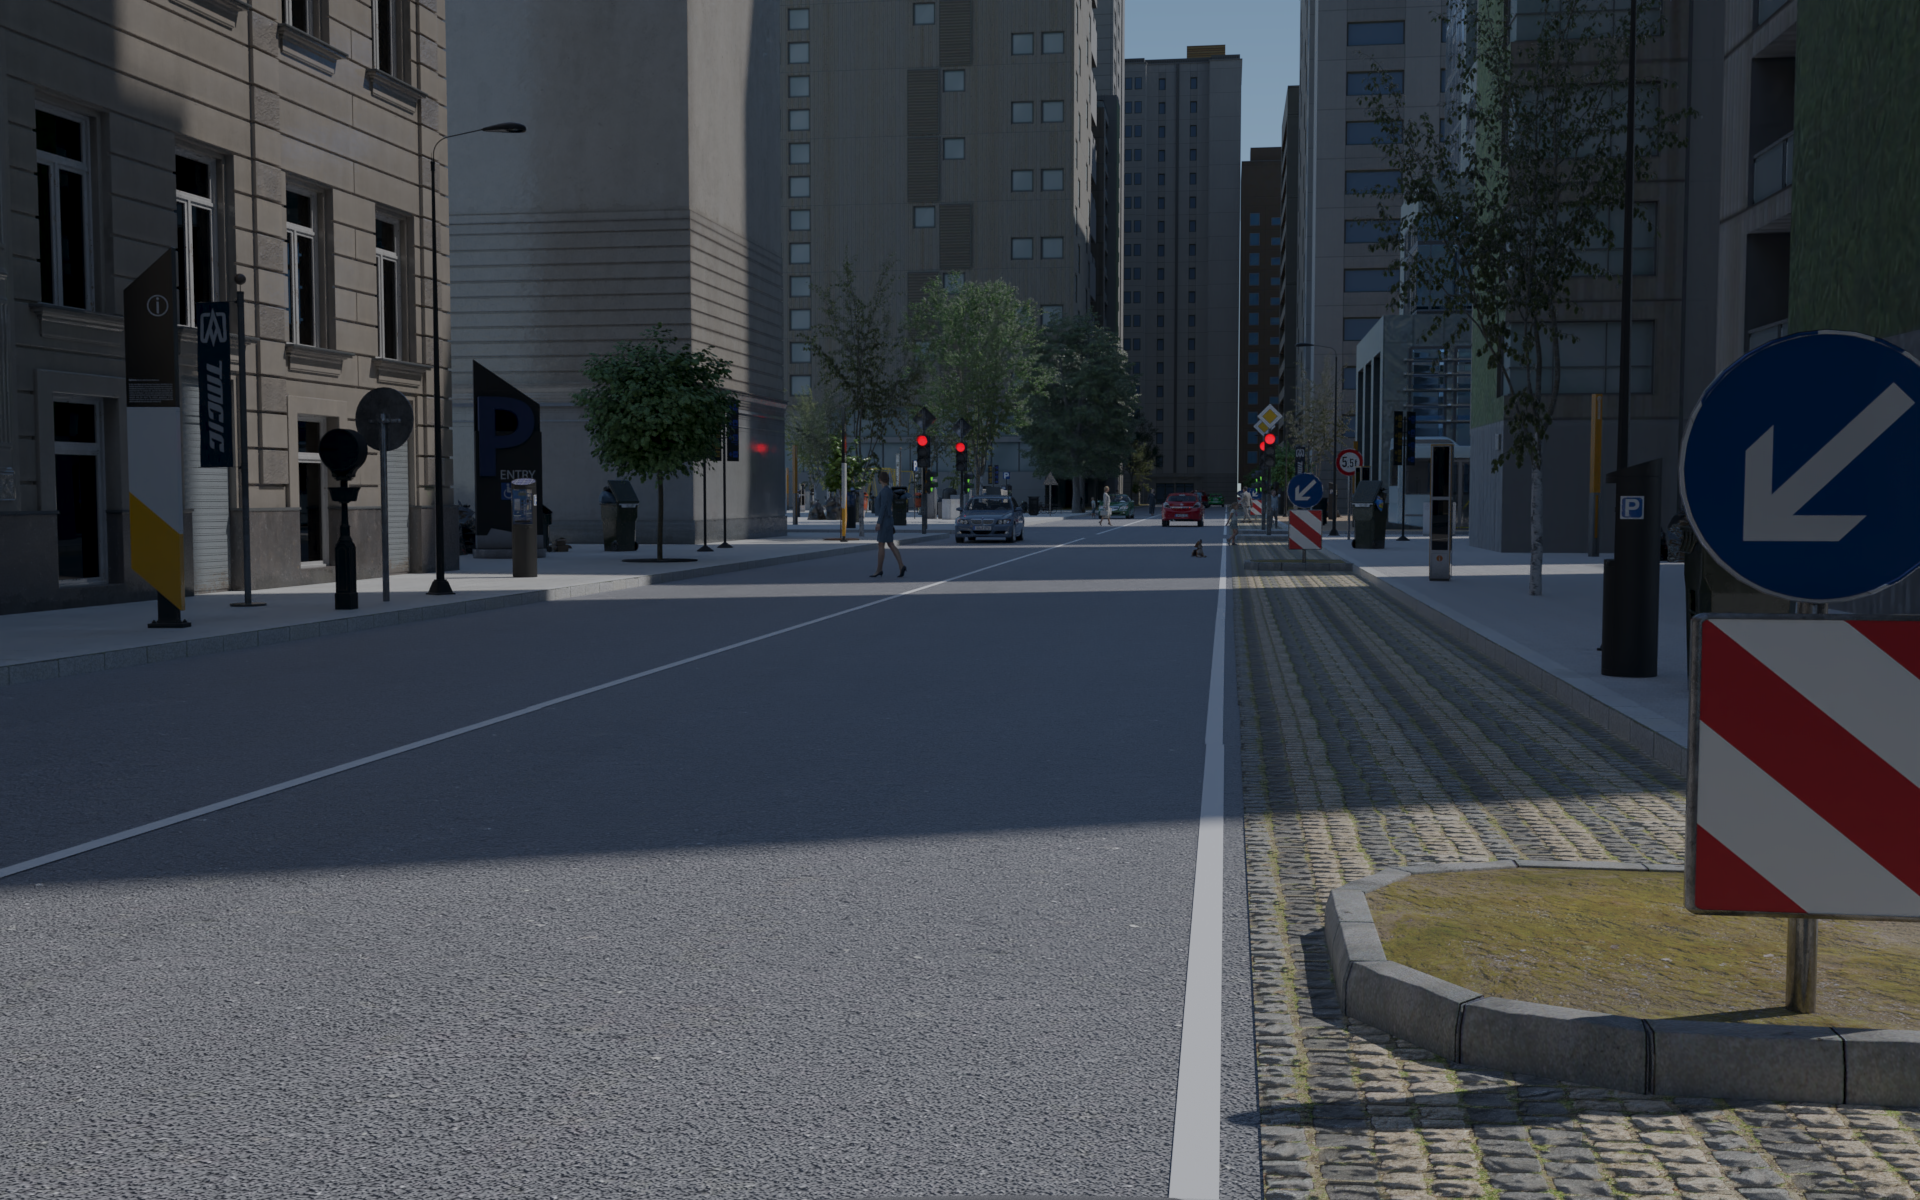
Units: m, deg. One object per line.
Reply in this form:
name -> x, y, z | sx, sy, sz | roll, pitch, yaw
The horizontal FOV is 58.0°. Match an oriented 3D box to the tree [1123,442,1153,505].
tree -> 21.613, -15.797, 208.647 | 4.737, 8.622, 4.395 | 0, 3, 0

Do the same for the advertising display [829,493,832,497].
advertising display -> -9.232, -7.216, 123.190 | 0.123, 1.923, 0.974 | -1, 4, -8

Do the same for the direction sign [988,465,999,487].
direction sign -> 2.594, -8.744, 134.959 | 0.876, 3.537, 0.379 | 2, 4, 23

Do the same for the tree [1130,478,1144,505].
tree -> 20.692, -12.743, 202.943 | 1.663, 3.219, 1.824 | 0, 3, 0

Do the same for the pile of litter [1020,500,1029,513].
pile of litter -> 4.628, -6.354, 117.845 | 1.176, 0.858, 1.719 | 2, 4, 33

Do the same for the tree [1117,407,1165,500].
tree -> 18.595, -15.348, 185.355 | 7.601, 10.594, 8.767 | -2, 4, -25

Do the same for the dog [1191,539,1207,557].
dog -> 5.505, -1.180, 39.479 | 0.550, 0.427, 0.748 | 3, 4, 36

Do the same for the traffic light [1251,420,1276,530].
traffic light -> 10.817, -4.454, 61.745 | 0.839, 4.253, 0.868 | 1, 4, 9

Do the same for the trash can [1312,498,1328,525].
trash can -> 14.724, -3.625, 70.914 | 0.748, 1.137, 0.748 | 0, 3, 0

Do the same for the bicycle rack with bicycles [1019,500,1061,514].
bicycle rack with bicycles -> 5.127, -6.008, 111.610 | 2.925, 0.926, 2.852 | -1, 4, -22

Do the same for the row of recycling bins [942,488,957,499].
row of recycling bins -> -0.754, -6.784, 118.033 | 1.069, 1.692, 3.534 | 0, 4, -3

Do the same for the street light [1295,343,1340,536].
street light -> 10.982, -4.936, 53.240 | 1.470, 5.913, 1.316 | 1, 4, 9

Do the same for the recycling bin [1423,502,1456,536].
recycling bin -> 14.770, -2.496, 53.356 | 0.722, 1.027, 0.722 | -2, 4, -35

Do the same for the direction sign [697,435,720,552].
direction sign -> -5.688, -2.848, 38.570 | 0.379, 3.537, 0.876 | -1, 4, -20

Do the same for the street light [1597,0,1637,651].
street light -> 4.869, -2.543, 14.113 | 1.470, 5.913, 1.316 | 1, 4, 9

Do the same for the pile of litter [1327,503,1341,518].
pile of litter -> 20.083, -4.939, 94.720 | 1.719, 0.858, 1.176 | 0, 4, 8

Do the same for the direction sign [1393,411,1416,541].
direction sign -> 12.164, -3.392, 47.460 | 0.876, 3.537, 0.379 | -3, 4, -36

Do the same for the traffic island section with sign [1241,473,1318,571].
traffic island section with sign -> 6.413, -1.485, 32.910 | 1.989, 1.847, 2.006 | 1, 4, 9

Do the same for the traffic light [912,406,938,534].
traffic light -> -1.137, -4.071, 55.486 | 0.839, 4.253, 0.868 | 1, 4, 9

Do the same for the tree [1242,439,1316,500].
tree -> 19.717, -7.378, 104.344 | 4.285, 4.588, 4.351 | 0, 3, 0

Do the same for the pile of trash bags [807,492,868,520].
pile of trash bags -> -5.866, -4.675, 86.184 | 1.912, 1.369, 3.447 | 3, 5, 41

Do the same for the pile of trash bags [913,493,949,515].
pile of trash bags -> -1.786, -5.922, 106.571 | 1.912, 1.369, 3.447 | 2, 4, 33

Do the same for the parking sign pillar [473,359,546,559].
parking sign pillar -> -9.091, -2.837, 34.853 | 1.447, 3.967, 1.447 | -1, 4, -20

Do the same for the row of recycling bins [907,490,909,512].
row of recycling bins -> -4.109, -6.945, 120.663 | 1.069, 1.692, 3.534 | 0, 4, 3

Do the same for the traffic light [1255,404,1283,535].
traffic light -> 9.600, -3.971, 53.853 | 0.839, 4.253, 0.868 | 1, 4, 9

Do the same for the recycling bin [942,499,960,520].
recycling bin -> -0.415, -4.544, 86.848 | 0.722, 1.027, 0.722 | -3, 4, -36

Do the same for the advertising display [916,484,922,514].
advertising display -> -2.517, -6.688, 114.558 | 0.123, 1.923, 0.974 | 3, 5, 45

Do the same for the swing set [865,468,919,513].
swing set -> -4.657, -7.283, 116.692 | 3.119, 2.851, 2.862 | -1, 4, -22

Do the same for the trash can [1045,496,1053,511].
trash can -> 6.739, -7.320, 131.332 | 0.748, 1.137, 0.748 | 0, 3, 0

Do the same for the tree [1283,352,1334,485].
tree -> 18.735, -8.595, 90.896 | 4.360, 8.622, 3.978 | 0, 3, 0

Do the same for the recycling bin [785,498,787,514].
recycling bin -> -11.581, -6.043, 111.349 | 0.722, 1.027, 0.722 | 1, 4, 13

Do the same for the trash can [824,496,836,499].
trash can -> -7.994, -5.816, 106.747 | 0.748, 1.137, 0.748 | 0, 3, 0

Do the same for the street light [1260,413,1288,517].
street light -> 17.580, -7.568, 96.284 | 1.470, 5.913, 1.316 | 1, 4, 9

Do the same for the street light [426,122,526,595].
street light -> -6.105, -3.017, 21.868 | 1.470, 5.913, 1.316 | 1, 4, 9

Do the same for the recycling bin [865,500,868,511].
recycling bin -> -7.281, -7.118, 128.930 | 0.722, 1.027, 0.722 | -2, 4, -29

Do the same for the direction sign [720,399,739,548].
direction sign -> -5.602, -3.009, 41.188 | 0.379, 3.537, 0.876 | 3, 5, 43

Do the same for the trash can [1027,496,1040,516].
trash can -> 4.402, -5.618, 103.511 | 0.748, 1.137, 0.748 | 0, 3, 0

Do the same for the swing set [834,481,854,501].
swing set -> -8.369, -8.691, 139.712 | 3.119, 2.851, 2.862 | 1, 4, 19

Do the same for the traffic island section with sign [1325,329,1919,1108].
traffic island section with sign -> 2.098, 0.223, 4.984 | 1.989, 1.847, 2.006 | 1, 4, 9

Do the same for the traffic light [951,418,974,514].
traffic light -> 0.080, -4.554, 63.379 | 0.839, 4.253, 0.868 | 1, 4, 9

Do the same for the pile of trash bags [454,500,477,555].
pile of trash bags -> -11.881, -1.677, 37.168 | 3.447, 1.369, 1.912 | 1, 4, 23

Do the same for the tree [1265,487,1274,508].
tree -> 29.244, -10.378, 164.286 | 1.663, 3.219, 1.824 | 0, 3, 0

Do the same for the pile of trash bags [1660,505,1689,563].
pile of trash bags -> 14.681, -1.444, 33.356 | 3.447, 1.369, 1.912 | -1, 4, -13

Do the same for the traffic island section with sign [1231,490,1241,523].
traffic island section with sign -> 14.632, -4.748, 86.261 | 1.989, 1.847, 2.006 | 1, 4, 9
